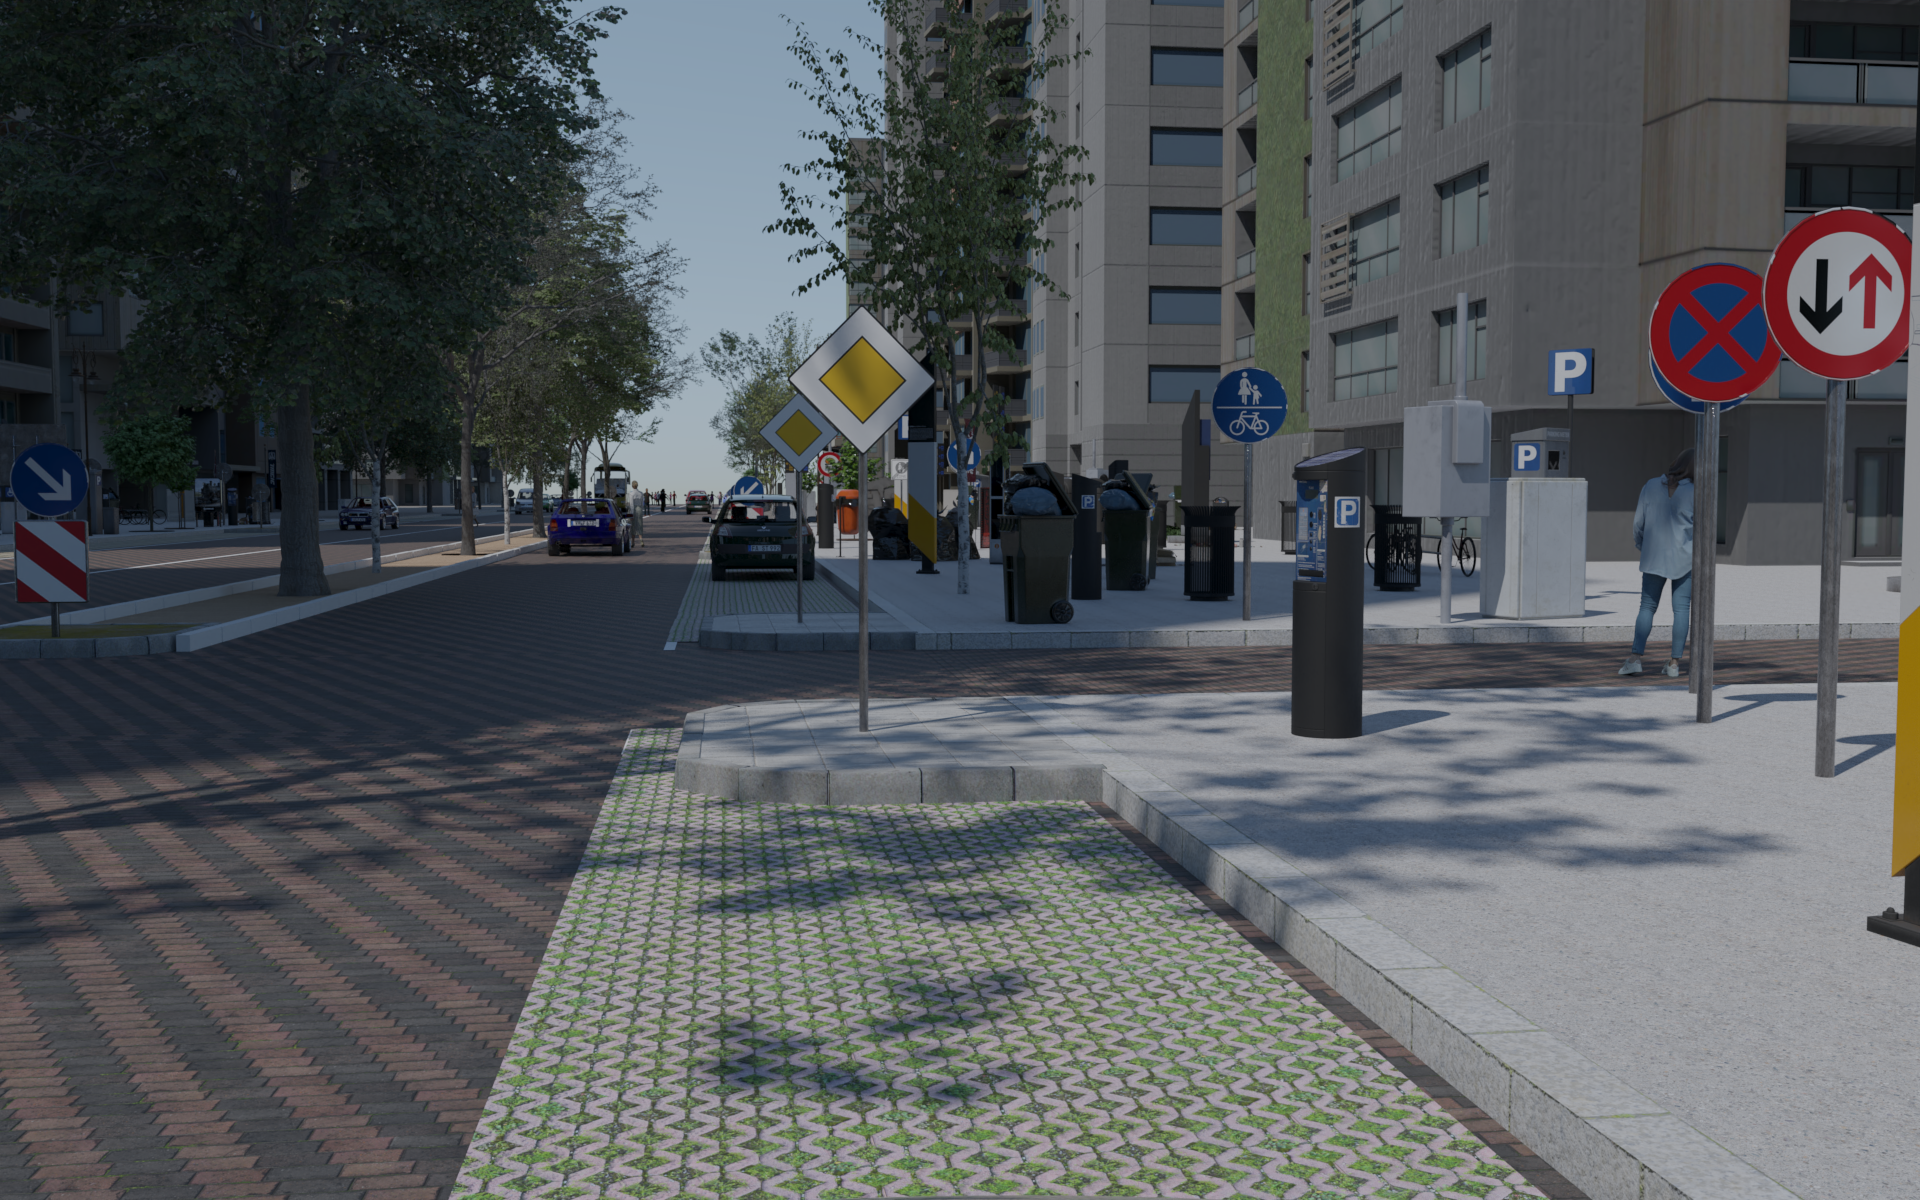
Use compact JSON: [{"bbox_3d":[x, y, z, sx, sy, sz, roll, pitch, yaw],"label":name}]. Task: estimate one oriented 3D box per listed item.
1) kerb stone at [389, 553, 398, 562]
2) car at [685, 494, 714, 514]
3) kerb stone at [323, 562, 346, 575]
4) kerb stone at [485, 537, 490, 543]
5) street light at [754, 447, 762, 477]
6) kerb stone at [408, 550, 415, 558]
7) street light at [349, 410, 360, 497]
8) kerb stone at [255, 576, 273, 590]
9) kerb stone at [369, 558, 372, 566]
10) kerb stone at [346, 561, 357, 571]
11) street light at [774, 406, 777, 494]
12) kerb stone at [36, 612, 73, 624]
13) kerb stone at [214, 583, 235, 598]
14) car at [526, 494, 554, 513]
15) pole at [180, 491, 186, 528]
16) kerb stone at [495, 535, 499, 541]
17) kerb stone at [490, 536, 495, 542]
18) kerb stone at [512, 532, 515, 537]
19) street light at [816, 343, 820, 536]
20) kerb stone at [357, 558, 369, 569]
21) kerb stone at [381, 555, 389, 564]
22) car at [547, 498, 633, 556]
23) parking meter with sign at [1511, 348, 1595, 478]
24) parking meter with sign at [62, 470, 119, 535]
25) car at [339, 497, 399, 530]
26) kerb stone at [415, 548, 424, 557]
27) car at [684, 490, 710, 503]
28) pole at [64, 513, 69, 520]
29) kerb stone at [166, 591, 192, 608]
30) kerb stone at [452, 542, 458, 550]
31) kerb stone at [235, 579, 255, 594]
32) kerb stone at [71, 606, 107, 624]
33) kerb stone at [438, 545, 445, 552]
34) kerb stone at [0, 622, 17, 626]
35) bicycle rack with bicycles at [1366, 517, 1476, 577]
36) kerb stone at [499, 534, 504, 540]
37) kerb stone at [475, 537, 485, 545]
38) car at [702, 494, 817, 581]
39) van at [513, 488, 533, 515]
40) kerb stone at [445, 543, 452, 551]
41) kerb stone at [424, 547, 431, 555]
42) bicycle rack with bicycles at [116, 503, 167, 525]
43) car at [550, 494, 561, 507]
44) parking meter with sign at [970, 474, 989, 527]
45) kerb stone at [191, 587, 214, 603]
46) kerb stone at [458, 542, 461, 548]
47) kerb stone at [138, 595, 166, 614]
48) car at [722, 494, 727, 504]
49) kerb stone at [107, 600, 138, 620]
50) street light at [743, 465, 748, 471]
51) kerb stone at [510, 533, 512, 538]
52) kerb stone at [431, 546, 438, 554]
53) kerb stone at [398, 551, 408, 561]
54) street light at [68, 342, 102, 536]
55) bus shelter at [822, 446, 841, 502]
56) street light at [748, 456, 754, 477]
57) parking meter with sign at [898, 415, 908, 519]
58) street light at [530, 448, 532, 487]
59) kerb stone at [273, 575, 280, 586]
[{"bbox_3d":[-11.974,-0.853,36.264,0.120,0.150,1.000,0,4,-8],"label":"kerb stone"},{"bbox_3d":[-18.534,-6.929,123.079,2.009,1.686,4.222,0,4,-6],"label":"car"},{"bbox_3d":[-11.285,-0.548,31.192,0.120,0.150,1.000,0,4,-8],"label":"kerb stone"},{"bbox_3d":[-13.898,-1.731,50.489,0.120,0.150,1.000,0,4,-8],"label":"kerb stone"},{"bbox_3d":[-14.912,-9.582,129.461,0.468,5.910,1.993,0,4,-8],"label":"street light"},{"bbox_3d":[-12.251,-0.985,38.303,0.120,0.150,1.000,0,4,-8],"label":"kerb stone"},{"bbox_3d":[-31.730,-7.229,90.980,0.468,5.910,1.993,0,4,-8],"label":"street light"},{"bbox_3d":[-10.591,-0.236,26.110,0.120,0.150,1.000,0,4,-8],"label":"kerb stone"},{"bbox_3d":[-11.701,-0.733,34.236,0.120,0.150,1.000,0,4,-8],"label":"kerb stone"},{"bbox_3d":[-11.423,-0.612,32.206,0.120,0.150,1.000,0,4,-8],"label":"kerb stone"},{"bbox_3d":[-9.700,-7.238,91.122,0.468,5.910,1.993,0,4,-8],"label":"street light"},{"bbox_3d":[-9.496,0.260,17.988,0.120,0.150,1.000,0,4,-8],"label":"kerb stone"},{"bbox_3d":[-10.322,-0.108,24.084,0.120,0.150,1.000,0,4,-8],"label":"kerb stone"},{"bbox_3d":[-32.847,-7.746,135.437,1.959,1.807,4.718,0,4,-7],"label":"car"},{"bbox_3d":[-29.061,-4.333,64.693,0.158,3.312,0.155,0,3,0],"label":"pole"},{"bbox_3d":[-14.180,-1.855,52.527,0.120,0.150,1.000,0,4,-8],"label":"kerb stone"},{"bbox_3d":[-14.044,-1.793,51.514,0.120,0.150,1.000,0,4,-8],"label":"kerb stone"},{"bbox_3d":[-14.736,-2.104,56.588,0.120,0.150,1.000,0,4,-8],"label":"kerb stone"},{"bbox_3d":[-4.359,-4.921,53.246,0.468,5.910,1.993,0,4,-8],"label":"street light"},{"bbox_3d":[-11.549,-0.674,33.222,0.120,0.150,1.000,0,4,-8],"label":"kerb stone"},{"bbox_3d":[-11.833,-0.798,35.249,0.120,0.150,1.000,0,4,-8],"label":"kerb stone"},{"bbox_3d":[-8.820,-1.761,41.373,1.945,1.354,3.894,0,4,-7],"label":"car"},{"bbox_3d":[6.774,-1.471,20.320,0.543,3.016,1.738,3,5,44],"label":"parking meter with sign"},{"bbox_3d":[-27.625,-3.586,54.891,1.738,3.016,0.543,0,4,-2],"label":"parking meter with sign"},{"bbox_3d":[-23.857,-3.509,69.957,1.945,1.354,3.894,0,4,-6],"label":"car"},{"bbox_3d":[-12.381,-1.042,39.317,0.120,0.150,1.000,0,4,-8],"label":"kerb stone"},{"bbox_3d":[-23.323,-8.868,153.656,2.281,1.827,5.304,-1,4,-9],"label":"car"},{"bbox_3d":[-44.768,-5.676,86.640,0.158,3.312,0.155,0,3,0],"label":"pole"},{"bbox_3d":[-10.035,0.009,22.054,0.120,0.150,1.000,0,4,-8],"label":"kerb stone"},{"bbox_3d":[-13.074,-1.350,44.395,0.120,0.150,1.000,0,4,-8],"label":"kerb stone"},{"bbox_3d":[-10.459,-0.174,25.097,0.120,0.150,1.000,0,4,-8],"label":"kerb stone"},{"bbox_3d":[-9.628,0.195,19.001,0.120,0.150,1.000,0,4,-8],"label":"kerb stone"},{"bbox_3d":[-12.804,-1.233,42.360,0.120,0.150,1.000,0,4,-8],"label":"kerb stone"},{"bbox_3d":[-9.345,0.322,16.974,0.120,0.150,1.000,0,4,-8],"label":"kerb stone"},{"bbox_3d":[6.818,-0.890,27.933,2.852,0.926,2.925,0,4,1],"label":"bicycle rack with bicycles"},{"bbox_3d":[-14.314,-1.914,53.540,0.120,0.150,1.000,0,4,-8],"label":"kerb stone"},{"bbox_3d":[-13.760,-1.669,49.477,0.120,0.150,1.000,0,4,-8],"label":"kerb stone"},{"bbox_3d":[-3.441,-1.229,29.883,2.009,1.686,4.222,0,4,-8],"label":"car"},{"bbox_3d":[-30.554,-7.070,122.598,2.013,2.044,4.112,-1,4,-10],"label":"van"},{"bbox_3d":[-12.934,-1.293,43.373,0.120,0.150,1.000,0,4,-8],"label":"kerb stone"},{"bbox_3d":[-12.522,-1.109,40.335,0.120,0.150,1.000,0,4,-8],"label":"kerb stone"},{"bbox_3d":[-34.844,-3.619,72.555,2.925,0.926,2.852,-2,4,-26],"label":"bicycle rack with bicycles"},{"bbox_3d":[-40.969,-10.027,175.949,2.014,1.417,4.499,0,4,-7],"label":"car"},{"bbox_3d":[0.862,-4.346,67.313,0.543,3.016,1.738,2,4,33],"label":"parking meter with sign"},{"bbox_3d":[-10.176,-0.052,23.072,0.120,0.150,1.000,0,4,-8],"label":"kerb stone"},{"bbox_3d":[-13.206,-1.420,45.408,0.120,0.150,1.000,0,4,-8],"label":"kerb stone"},{"bbox_3d":[-9.898,0.071,21.037,0.120,0.150,1.000,0,4,-8],"label":"kerb stone"},{"bbox_3d":[-30.966,-13.619,232.266,1.945,1.707,3.694,-1,4,-9],"label":"car"},{"bbox_3d":[-9.765,0.133,20.018,0.120,0.150,1.000,0,4,-8],"label":"kerb stone"},{"bbox_3d":[-25.814,-14.566,210.934,0.468,5.910,1.993,0,4,-8],"label":"street light"},{"bbox_3d":[-14.591,-2.041,55.570,0.120,0.150,1.000,0,4,-8],"label":"kerb stone"},{"bbox_3d":[-12.658,-1.170,41.348,0.120,0.150,1.000,0,4,-8],"label":"kerb stone"},{"bbox_3d":[-12.098,-0.923,37.281,0.120,0.150,1.000,0,4,-8],"label":"kerb stone"},{"bbox_3d":[-26.530,-4.883,52.622,0.468,5.910,1.993,0,4,-8],"label":"street light"},{"bbox_3d":[-6.206,-5.844,86.838,1.731,3.624,6.357,0,4,-8],"label":"bus shelter"},{"bbox_3d":[-19.949,-11.902,167.378,0.468,5.910,1.993,0,4,-8],"label":"street light"},{"bbox_3d":[-0.896,-2.510,37.295,0.543,3.016,1.738,-1,4,-14],"label":"parking meter with sign"},{"bbox_3d":[-42.869,-12.244,172.975,0.468,5.910,1.993,0,4,-8],"label":"street light"},{"bbox_3d":[-10.736,-0.301,27.122,0.120,0.150,1.000,0,4,-8],"label":"kerb stone"}]
